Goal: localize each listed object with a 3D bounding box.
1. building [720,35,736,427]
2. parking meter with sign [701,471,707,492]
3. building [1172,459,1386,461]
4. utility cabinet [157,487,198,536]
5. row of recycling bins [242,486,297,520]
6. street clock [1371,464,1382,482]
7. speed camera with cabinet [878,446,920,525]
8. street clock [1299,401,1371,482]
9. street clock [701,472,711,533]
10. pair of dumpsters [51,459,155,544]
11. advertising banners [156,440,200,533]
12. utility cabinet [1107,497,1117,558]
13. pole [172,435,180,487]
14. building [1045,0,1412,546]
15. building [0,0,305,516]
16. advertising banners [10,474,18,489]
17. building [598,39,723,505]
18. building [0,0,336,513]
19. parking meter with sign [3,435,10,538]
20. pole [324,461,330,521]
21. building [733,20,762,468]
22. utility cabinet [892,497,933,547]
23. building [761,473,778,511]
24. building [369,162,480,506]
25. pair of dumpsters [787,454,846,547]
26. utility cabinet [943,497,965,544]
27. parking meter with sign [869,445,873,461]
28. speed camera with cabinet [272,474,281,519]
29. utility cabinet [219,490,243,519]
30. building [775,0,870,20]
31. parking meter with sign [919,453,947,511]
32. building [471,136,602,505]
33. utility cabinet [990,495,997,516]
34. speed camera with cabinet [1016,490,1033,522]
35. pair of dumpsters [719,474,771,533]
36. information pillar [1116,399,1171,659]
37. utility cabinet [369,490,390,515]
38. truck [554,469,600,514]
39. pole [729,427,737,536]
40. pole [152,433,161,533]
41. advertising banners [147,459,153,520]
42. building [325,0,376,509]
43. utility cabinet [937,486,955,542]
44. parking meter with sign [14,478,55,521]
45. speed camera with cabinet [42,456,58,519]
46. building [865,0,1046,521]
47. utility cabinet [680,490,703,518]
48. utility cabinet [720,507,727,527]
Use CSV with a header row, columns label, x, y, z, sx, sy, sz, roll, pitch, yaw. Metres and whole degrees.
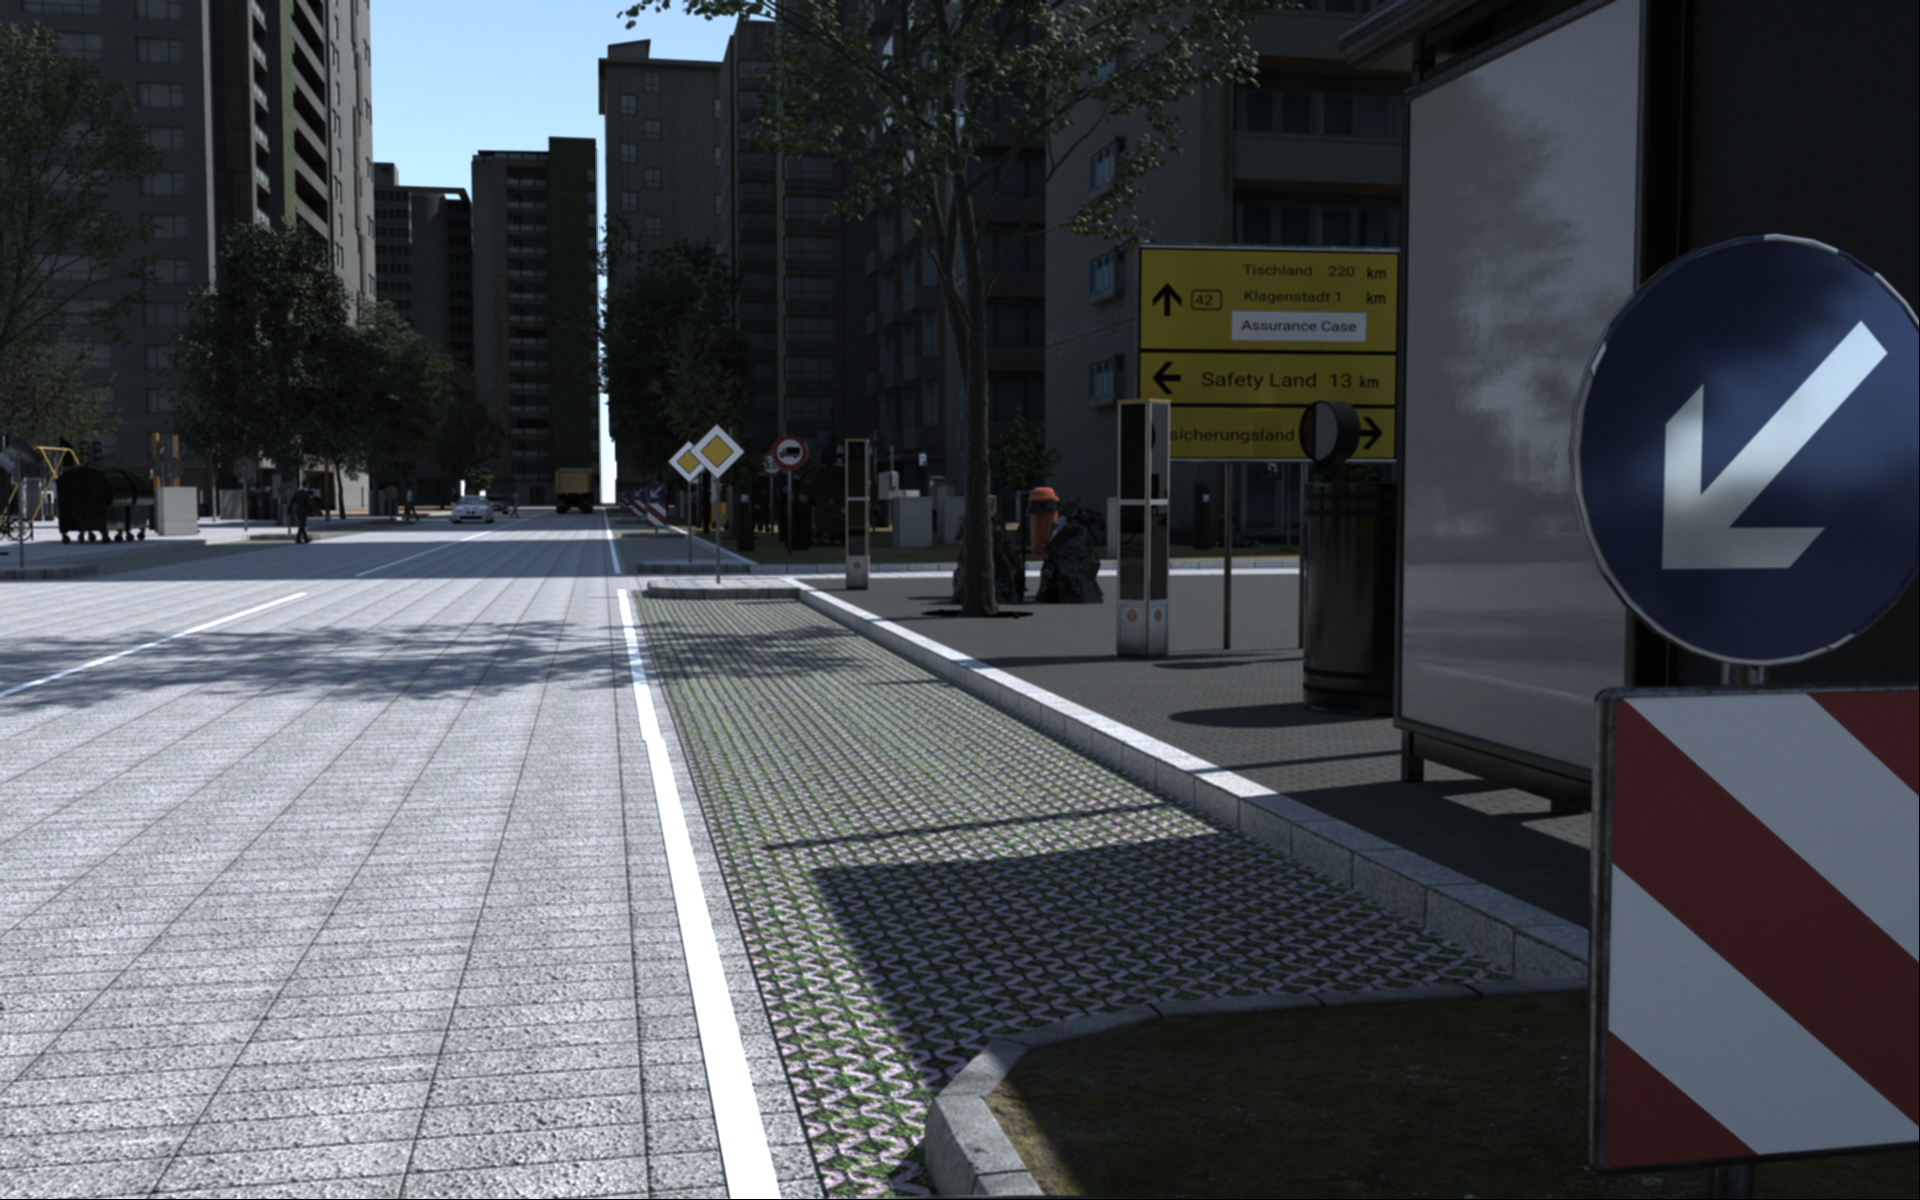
label,x,y,z,sx,sy,sz,roll,pitch,yaw
building,-15.750,-31.701,168.425,14.600,45.320,14.200,-1,4,-12
parking meter with sign,-15.282,-6.554,103.415,0.543,3.016,1.738,-1,4,-9
building,26.966,-19.983,171.768,28.899,21.520,27.650,-1,4,-12
utility cabinet,-24.032,-2.722,53.176,0.318,1.500,1.173,2,4,30
row of recycling bins,-34.166,-4.818,85.889,3.534,1.692,1.069,2,4,25
street clock,9.996,-2.281,41.860,0.358,2.002,0.471,0,4,-6
speed camera with cabinet,-2.518,-4.731,71.683,0.660,3.252,2.038,3,4,38
street clock,2.877,-0.548,13.531,0.358,2.002,0.471,-2,4,-28
street clock,-8.258,-3.169,56.378,0.358,2.002,0.471,0,4,-1
pair of dumpsters,-22.848,-2.675,46.231,1.574,2.255,4.437,-1,4,-12
advertising banners,-25.436,-3.675,56.277,2.074,3.025,0.090,2,4,30
utility cabinet,3.451,-1.431,34.556,1.020,1.237,0.306,1,4,13
pole,-27.098,-4.041,59.913,0.158,3.312,0.155,0,3,0
building,13.969,-26.305,53.787,21.600,48.544,21.300,-1,4,-12
building,-49.409,-25.886,106.825,14.154,41.232,14.086,-1,4,-12
advertising banners,-49.167,-5.819,91.328,2.074,3.025,0.090,0,4,4
building,-29.786,-38.055,211.444,27.495,52.752,28.713,-1,4,-12
building,-57.654,-30.543,123.085,21.300,48.544,21.600,-1,4,-12
parking meter with sign,-28.753,-3.321,50.559,1.738,3.016,0.543,-3,4,-36
pole,-30.062,-5.407,82.253,0.158,3.312,0.155,0,3,0
building,-13.166,-28.812,154.669,14.154,41.232,14.086,-1,4,-12
utility cabinet,-1.157,-1.885,41.979,1.020,1.237,0.306,-3,4,-38
building,0.340,-27.291,138.083,32.217,40.220,23.993,-1,4,-12
building,-69.465,-31.400,205.270,23.993,40.220,32.217,-1,4,-12
pair of dumpsters,-3.367,-2.526,43.801,1.574,2.255,4.437,-1,4,-12
utility cabinet,0.081,-2.061,44.867,1.020,1.237,0.306,0,4,-4
parking meter with sign,-3.719,-4.066,62.743,0.543,3.016,1.738,-2,4,-29
speed camera with cabinet,-30.828,-5.174,78.925,0.660,3.252,2.038,-1,4,-9
utility cabinet,-36.801,-4.826,87.585,0.318,1.500,1.173,3,5,43
building,-5.570,-26.524,117.268,14.154,41.232,14.086,-1,4,-12
parking meter with sign,-0.933,-4.759,74.078,1.738,3.016,0.543,-3,5,-42
building,-48.889,-31.624,200.642,14.086,41.232,14.154,-1,4,-12
utility cabinet,0.896,-3.221,63.818,1.020,1.237,0.306,-3,4,-39
speed camera with cabinet,3.622,-5.202,79.395,2.038,3.252,0.660,0,4,-6
pair of dumpsters,-7.329,-3.481,59.415,1.574,2.255,4.437,-1,4,-12
information pillar,1.436,-0.555,13.570,0.304,2.012,0.304,3,5,41
utility cabinet,-34.350,-5.738,102.493,1.173,1.500,0.318,0,4,-3
truck,-29.007,-8.243,130.696,3.469,3.379,9.791,-1,4,-10
pole,-6.947,-3.616,52.958,0.158,3.312,0.155,0,3,0
pole,-26.627,-3.889,57.432,0.158,3.312,0.155,0,3,0
advertising banners,-40.310,-5.488,85.911,0.090,3.025,2.074,-1,4,-8
building,-66.268,-34.351,150.873,27.495,52.752,28.713,-1,4,-12
utility cabinet,-0.390,-2.299,46.266,0.318,1.500,1.173,1,4,9
parking meter with sign,-44.107,-5.269,82.416,1.738,3.016,0.543,-1,4,-9
speed camera with cabinet,-47.277,-5.846,89.921,0.660,3.252,2.038,1,4,10
building,6.957,-29.108,95.532,23.786,49.044,30.456,-1,4,-12
utility cabinet,-14.034,-5.003,90.473,1.173,1.500,0.318,-3,4,-38
utility cabinet,-8.746,-3.541,66.572,1.173,1.500,0.318,-2,4,-25
